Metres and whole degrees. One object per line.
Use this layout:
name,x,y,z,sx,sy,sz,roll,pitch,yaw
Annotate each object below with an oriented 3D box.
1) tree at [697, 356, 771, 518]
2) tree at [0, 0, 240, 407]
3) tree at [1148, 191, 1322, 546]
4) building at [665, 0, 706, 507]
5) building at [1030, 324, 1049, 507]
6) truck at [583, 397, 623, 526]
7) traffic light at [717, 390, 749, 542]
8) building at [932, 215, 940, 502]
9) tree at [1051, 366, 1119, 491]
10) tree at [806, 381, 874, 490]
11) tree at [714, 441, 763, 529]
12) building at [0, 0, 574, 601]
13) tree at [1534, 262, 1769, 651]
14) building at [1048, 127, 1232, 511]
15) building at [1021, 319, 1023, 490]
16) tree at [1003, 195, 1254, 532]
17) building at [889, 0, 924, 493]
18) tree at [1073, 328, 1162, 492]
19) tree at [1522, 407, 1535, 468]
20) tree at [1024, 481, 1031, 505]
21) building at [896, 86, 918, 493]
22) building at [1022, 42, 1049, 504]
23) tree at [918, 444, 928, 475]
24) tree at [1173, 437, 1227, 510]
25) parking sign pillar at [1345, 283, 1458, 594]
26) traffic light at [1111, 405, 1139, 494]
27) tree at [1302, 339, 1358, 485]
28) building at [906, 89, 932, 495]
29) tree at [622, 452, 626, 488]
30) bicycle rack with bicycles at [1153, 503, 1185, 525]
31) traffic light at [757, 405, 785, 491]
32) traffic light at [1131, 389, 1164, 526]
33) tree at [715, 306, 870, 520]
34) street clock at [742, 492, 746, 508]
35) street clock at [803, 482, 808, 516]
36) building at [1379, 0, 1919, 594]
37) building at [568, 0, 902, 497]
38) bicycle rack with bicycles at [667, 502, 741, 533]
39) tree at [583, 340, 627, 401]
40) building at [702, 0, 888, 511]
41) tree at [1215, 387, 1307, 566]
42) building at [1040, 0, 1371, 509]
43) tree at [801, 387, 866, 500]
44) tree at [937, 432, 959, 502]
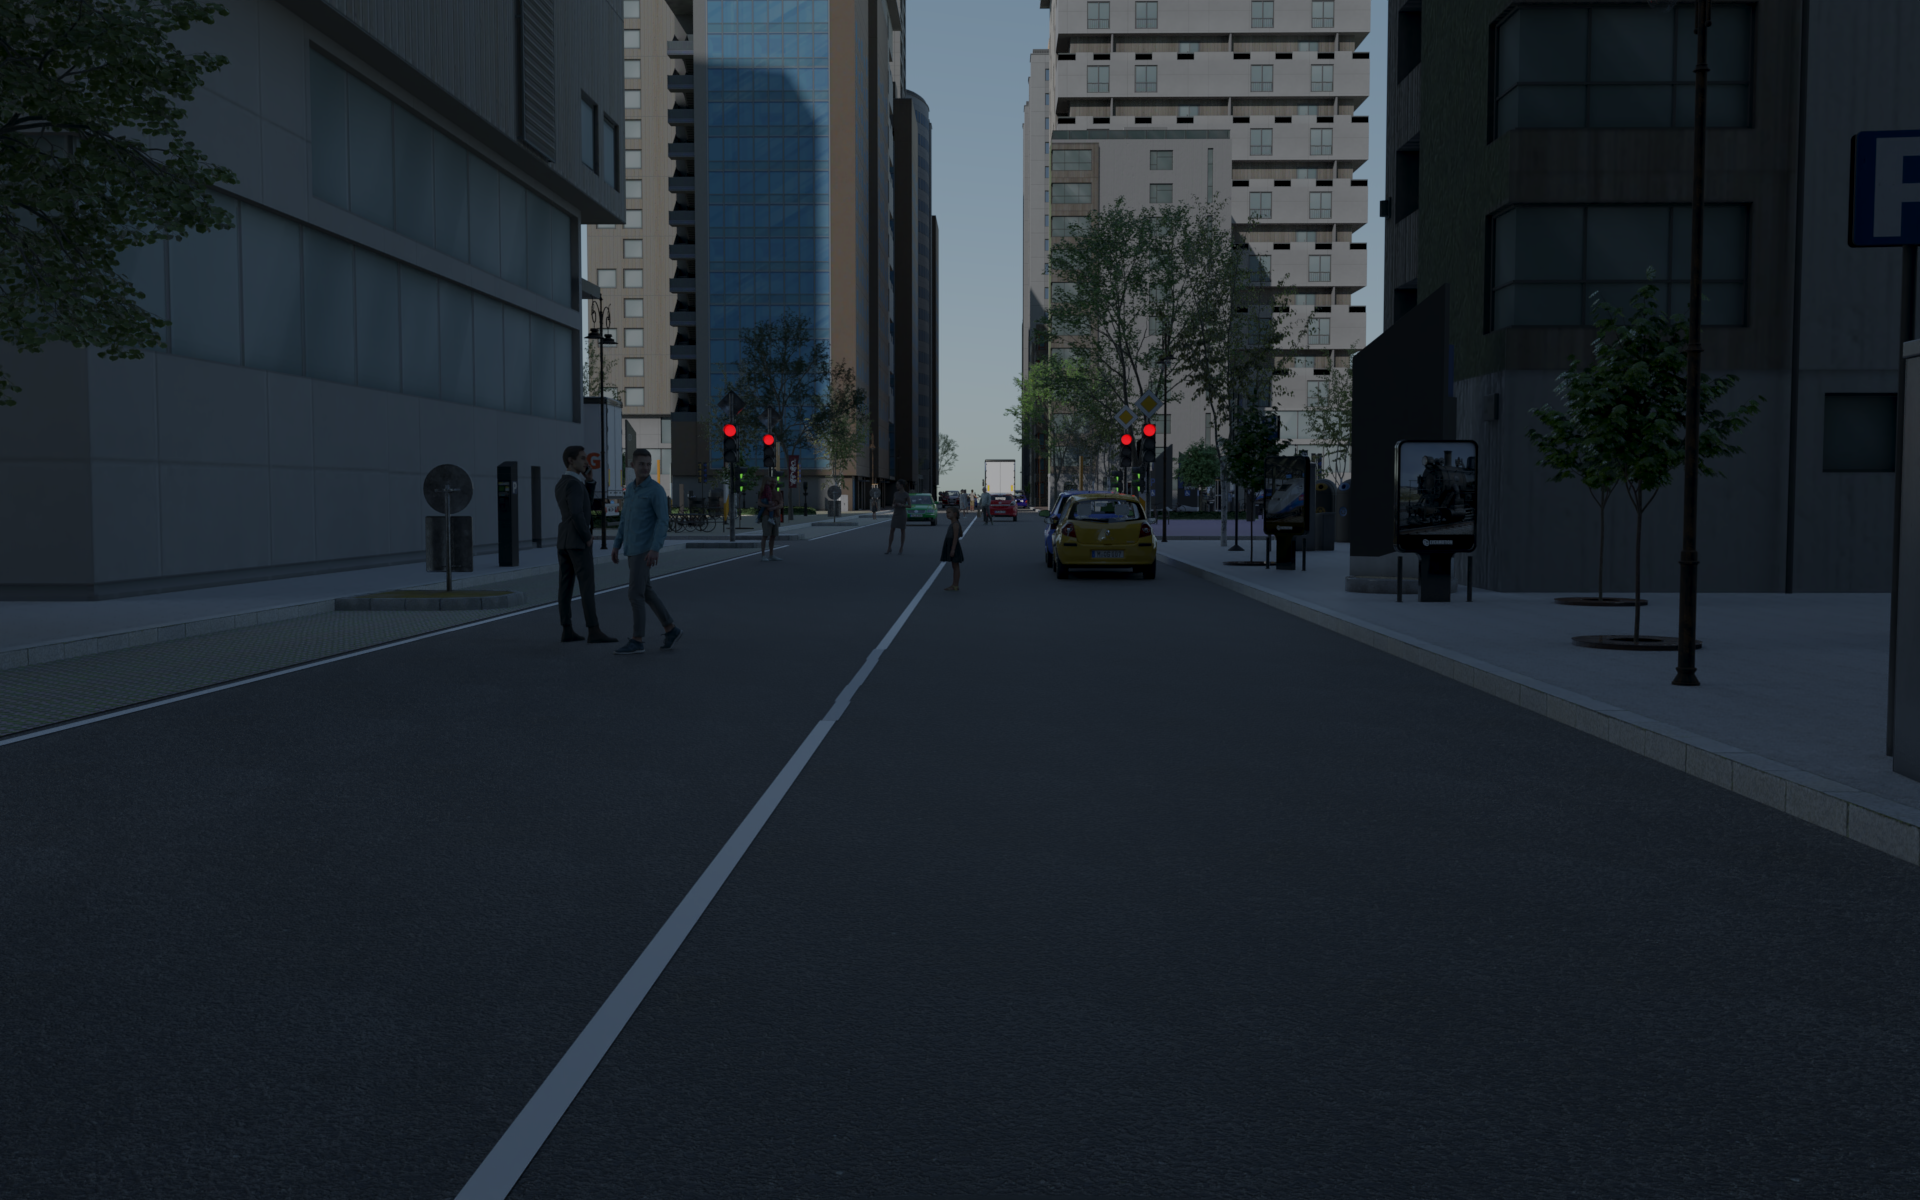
tree,-11.981,-8.668,92.092,4.360,8.622,3.978,0,3,0
tree,-9.895,-5.843,13.664,7.486,12.596,7.792,0,3,0
tree,6.506,-5.611,42.101,4.360,8.622,3.978,0,3,0
building,-14.584,-29.749,136.505,14.600,45.320,14.200,0,4,1
building,21.840,-21.131,190.537,27.650,21.520,28.899,0,4,1
truck,-15.741,-3.793,50.931,11.283,4.237,2.839,0,4,-1
traffic light,-6.126,-3.531,46.653,0.839,4.253,0.868,0,4,1
building,-10.396,-37.907,269.892,14.600,45.320,14.200,0,4,1
tree,7.466,-9.072,98.682,4.360,8.622,3.978,0,3,0
tree,-7.654,-9.771,110.126,4.737,8.622,4.395,0,3,0
tree,-8.015,-4.202,63.311,1.663,3.219,1.824,0,3,0
building,-22.323,-27.152,33.181,27.495,52.752,28.713,0,4,1
tree,5.851,-1.218,14.515,1.663,3.219,1.824,0,3,0
building,14.165,-22.555,140.475,14.160,30.474,14.107,0,4,1
building,17.011,-31.209,281.960,14.160,30.474,14.107,0,4,1
tree,6.136,-8.167,59.286,9.928,11.665,9.643,0,3,0
building,-15.125,-48.005,223.137,20.563,71.187,20.611,0,4,1
tree,6.891,-7.770,77.403,4.737,8.622,4.395,0,3,0
tree,7.370,-1.566,20.210,1.663,3.219,1.824,0,3,0
tree,8.596,-13.375,213.288,1.663,3.219,1.824,0,3,0
building,-11.885,-33.179,192.585,14.600,45.320,14.200,0,4,1
building,19.627,-42.160,231.315,21.231,58.520,28.212,0,4,1
tree,-6.182,-15.527,204.227,4.360,8.622,3.978,0,3,0
tree,13.615,-6.936,97.125,4.285,4.588,4.351,0,3,0
parking sign pillar,5.818,-2.096,22.738,1.447,3.967,1.447,3,5,40
traffic light,5.185,-4.007,54.441,0.839,4.253,0.868,0,4,1
tree,18.264,-8.112,82.994,4.737,8.622,4.395,0,3,0
building,-14.996,-43.187,248.101,21.231,58.520,28.212,0,4,1
tree,-23.008,-8.025,114.914,4.285,4.588,4.351,0,3,0
bicycle rack with bicycles,7.646,-3.664,73.295,2.852,0.926,2.925,-1,4,-8
traffic light,-5.974,-4.019,54.637,0.839,4.253,0.868,0,4,1
traffic light,5.034,-3.519,46.458,0.839,4.253,0.868,0,4,1
tree,-8.211,-9.223,85.212,8.767,10.594,7.601,1,4,15
street clock,-16.207,-7.670,129.970,0.358,2.002,0.471,-1,4,-11
street clock,-8.931,-5.844,100.112,0.358,2.002,0.471,0,4,0
building,14.194,-15.696,28.325,14.160,30.474,14.107,0,4,1
building,-20.608,-35.605,171.380,28.713,52.752,27.495,0,4,1
bicycle rack with bicycles,-9.352,-2.749,58.326,2.925,0.926,2.852,-2,4,-33
tree,-17.626,-7.928,79.984,4.737,8.622,4.395,0,3,0
building,-13.557,-30.615,150.661,14.600,45.320,14.200,0,4,1
tree,5.410,-2.241,31.249,1.663,3.219,1.824,0,3,0
building,22.046,-34.934,160.412,28.713,52.752,27.495,0,4,1
tree,-8.251,-10.132,116.023,4.360,8.622,3.978,0,3,0
tree,-3.974,-22.240,289.383,9.928,11.665,9.643,0,3,0
